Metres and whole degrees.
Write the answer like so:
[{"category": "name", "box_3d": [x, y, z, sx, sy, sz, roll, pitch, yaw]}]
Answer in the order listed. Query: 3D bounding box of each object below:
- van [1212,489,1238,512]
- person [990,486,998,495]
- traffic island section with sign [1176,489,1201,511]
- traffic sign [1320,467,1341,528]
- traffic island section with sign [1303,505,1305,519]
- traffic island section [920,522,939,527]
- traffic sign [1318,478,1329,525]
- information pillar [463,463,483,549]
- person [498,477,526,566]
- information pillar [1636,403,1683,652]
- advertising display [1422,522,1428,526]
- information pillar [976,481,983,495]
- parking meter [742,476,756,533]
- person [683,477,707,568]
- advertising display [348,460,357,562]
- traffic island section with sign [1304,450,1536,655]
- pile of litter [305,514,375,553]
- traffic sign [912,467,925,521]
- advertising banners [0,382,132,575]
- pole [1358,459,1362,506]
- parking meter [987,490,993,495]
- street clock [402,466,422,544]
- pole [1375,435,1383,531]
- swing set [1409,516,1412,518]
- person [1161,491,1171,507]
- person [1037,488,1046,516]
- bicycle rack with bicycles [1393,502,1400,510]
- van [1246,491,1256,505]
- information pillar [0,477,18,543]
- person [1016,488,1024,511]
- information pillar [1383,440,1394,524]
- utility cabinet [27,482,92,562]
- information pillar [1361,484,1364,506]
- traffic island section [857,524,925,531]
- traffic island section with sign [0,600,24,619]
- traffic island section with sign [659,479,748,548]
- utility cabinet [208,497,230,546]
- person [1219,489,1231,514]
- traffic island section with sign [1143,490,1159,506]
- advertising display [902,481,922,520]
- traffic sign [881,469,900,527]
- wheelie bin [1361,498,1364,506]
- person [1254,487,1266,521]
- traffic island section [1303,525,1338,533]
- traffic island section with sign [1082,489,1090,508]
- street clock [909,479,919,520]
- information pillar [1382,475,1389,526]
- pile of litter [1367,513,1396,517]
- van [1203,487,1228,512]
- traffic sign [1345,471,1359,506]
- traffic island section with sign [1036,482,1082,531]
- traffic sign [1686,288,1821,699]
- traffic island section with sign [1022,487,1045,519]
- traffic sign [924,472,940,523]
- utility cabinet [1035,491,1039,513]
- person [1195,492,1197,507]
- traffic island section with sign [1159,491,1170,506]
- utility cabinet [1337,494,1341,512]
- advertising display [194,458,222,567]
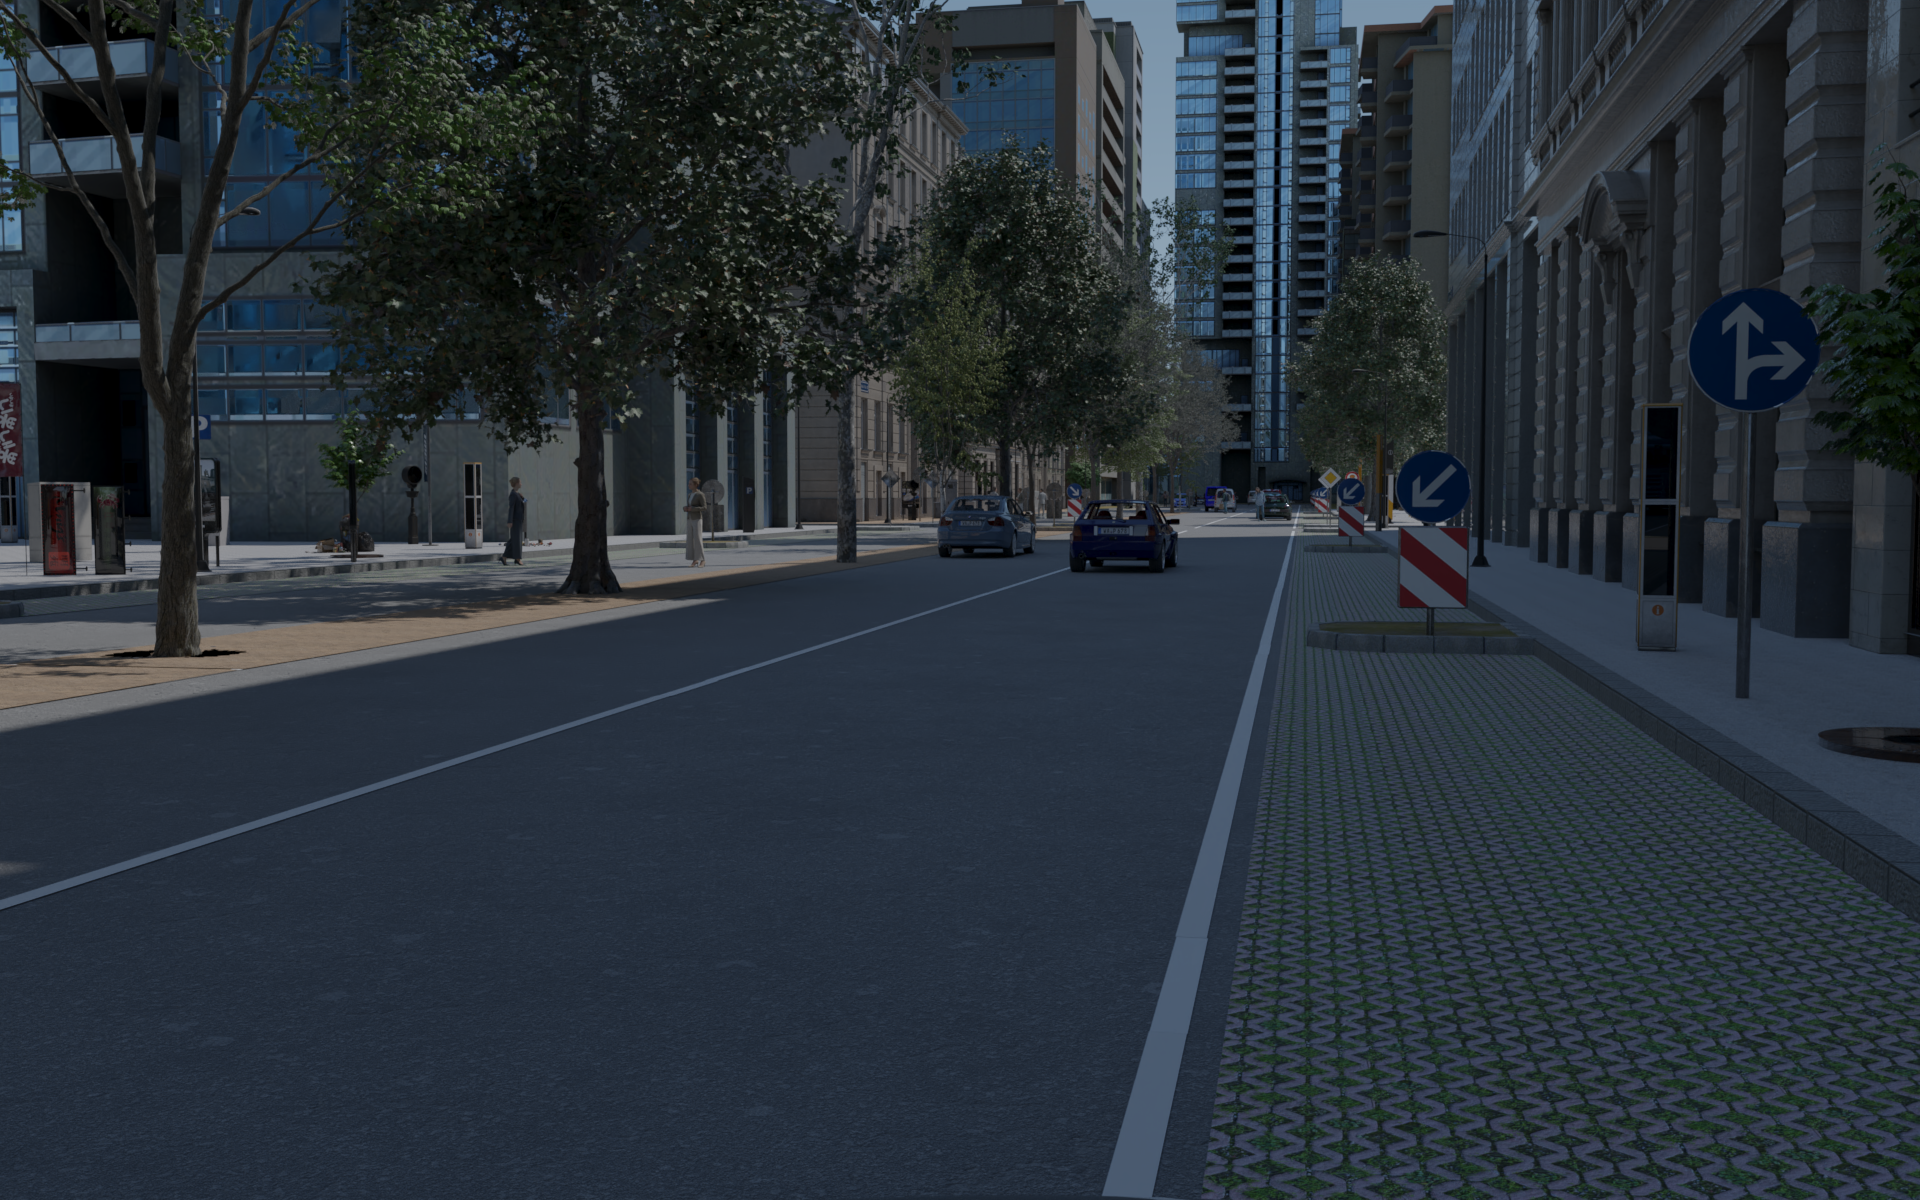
[{"category": "van", "box_3d": [21.000, -7.963, 137.198, 2.013, 2.044, 4.112, 1, 4, 10]}, {"category": "person", "box_3d": [1.698, -4.487, 82.060, 0.606, 1.804, 0.583, 3, 5, 44]}, {"category": "traffic island section with sign", "box_3d": [19.599, -8.569, 148.246, 2.006, 1.907, 1.989, 1, 4, 11]}, {"category": "traffic sign", "box_3d": [13.880, -3.747, 64.910, 0.795, 2.450, 0.064, 1, 4, 11]}, {"category": "traffic island section with sign", "box_3d": [9.543, -2.093, 42.846, 1.989, 1.847, 2.006, 1, 4, 11]}, {"category": "traffic island section", "box_3d": [-1.213, -3.292, 76.108, 2.009, 0.180, 2.903, 1, 4, 11]}, {"category": "traffic sign", "box_3d": [15.431, -4.226, 72.744, 0.795, 2.450, 0.064, 1, 4, 11]}, {"category": "information pillar", "box_3d": [-11.394, -2.204, 40.530, 0.304, 2.012, 0.304, 1, 4, 15]}, {"category": "person", "box_3d": [-8.868, -1.557, 34.383, 0.534, 1.772, 0.576, -2, 4, -31]}, {"category": "information pillar", "box_3d": [5.723, -0.593, 14.184, 0.304, 2.012, 0.304, 1, 4, 18]}, {"category": "advertising display", "box_3d": [11.068, -2.192, 41.057, 0.123, 1.923, 0.974, 1, 4, 22]}, {"category": "information pillar", "box_3d": [1.060, -5.669, 97.188, 0.304, 2.012, 0.304, 0, 4, 4]}, {"category": "parking meter", "box_3d": [-7.006, -3.168, 57.505, 0.399, 1.863, 0.255, -1, 4, -19]}, {"category": "person", "box_3d": [-5.219, -1.518, 33.877, 0.519, 1.759, 0.362, 3, 5, 43]}, {"category": "advertising display", "box_3d": [-11.535, -1.693, 32.897, 0.123, 1.923, 0.974, -1, 4, -19]}, {"category": "traffic island section with sign", "box_3d": [4.308, -0.475, 16.402, 1.989, 1.847, 2.006, 1, 4, 11]}, {"category": "pile of litter", "box_3d": [-13.678, -1.484, 38.227, 1.719, 0.858, 1.176, -3, 5, -44]}, {"category": "traffic sign", "box_3d": [-1.882, -4.967, 81.310, 0.768, 2.556, 0.104, 1, 4, 15]}, {"category": "advertising banners", "box_3d": [-14.203, -1.903, 27.298, 2.074, 3.025, 0.090, -1, 4, -9]}, {"category": "pole", "box_3d": [22.777, -6.412, 98.673, 0.158, 3.312, 0.155, 0, 3, 0]}, {"category": "parking meter", "box_3d": [1.764, -5.580, 99.651, 0.372, 1.533, 0.369, 0, 3, 0]}, {"category": "street clock", "box_3d": [-13.955, -2.421, 44.147, 0.358, 2.002, 0.471, 3, 4, 36]}, {"category": "pole", "box_3d": [14.391, -4.012, 59.443, 0.158, 3.312, 0.155, 0, 3, 0]}, {"category": "swing set", "box_3d": [25.822, -5.902, 94.123, 3.119, 2.851, 2.862, 1, 4, 12]}, {"category": "person", "box_3d": [22.911, -11.237, 192.940, 1.217, 1.736, 0.721, -1, 4, -20]}, {"category": "person", "box_3d": [5.003, -6.013, 107.008, 0.606, 1.804, 0.583, -3, 4, -36]}, {"category": "bicycle rack with bicycles", "box_3d": [35.050, -7.622, 137.995, 2.852, 0.926, 2.925, -3, 5, -40]}, {"category": "van", "box_3d": [37.550, -13.090, 221.027, 2.013, 2.044, 4.112, 1, 4, 10]}, {"category": "information pillar", "box_3d": [-24.911, -2.498, 45.329, 0.304, 2.012, 0.304, 0, 4, -1]}, {"category": "person", "box_3d": [3.092, -4.964, 90.218, 0.362, 1.759, 0.519, -2, 4, -26]}, {"category": "information pillar", "box_3d": [18.381, -5.078, 74.380, 0.504, 3.616, 0.183, -1, 4, -9]}, {"category": "utility cabinet", "box_3d": [-16.937, -1.462, 32.586, 0.318, 1.500, 1.173, 1, 4, 19]}, {"category": "information pillar", "box_3d": [28.079, -7.148, 121.367, 0.304, 2.012, 0.304, 2, 4, 33]}, {"category": "traffic island section", "box_3d": [-2.763, -2.813, 68.275, 2.009, 0.180, 2.903, 1, 4, 11]}, {"category": "traffic island section with sign", "box_3d": [-12.006, -0.687, 19.855, 1.989, 1.847, 2.006, 1, 4, 11]}, {"category": "traffic island section with sign", "box_3d": [-6.760, -2.307, 46.344, 1.989, 1.847, 2.006, 1, 4, 11]}, {"category": "utility cabinet", "box_3d": [-18.431, -1.949, 43.031, 0.306, 1.237, 1.020, -1, 4, -10]}, {"category": "person", "box_3d": [18.882, -7.041, 123.598, 0.794, 1.824, 0.713, -2, 4, -35]}, {"category": "traffic island section with sign", "box_3d": [18.866, -10.229, 175.876, 1.989, 1.847, 2.006, 1, 4, 11]}, {"category": "advertising display", "box_3d": [-2.359, -4.861, 84.693, 0.974, 1.923, 0.123, 1, 4, 8]}, {"category": "traffic sign", "box_3d": [-2.739, -3.949, 68.208, 0.795, 2.450, 0.064, 1, 4, 11]}, {"category": "wheelie bin", "box_3d": [27.387, -6.644, 116.530, 0.693, 1.594, 0.980, -2, 4, -33]}, {"category": "person", "box_3d": [15.689, -5.001, 90.534, 0.793, 1.790, 0.793, -2, 4, -25]}, {"category": "traffic island section", "box_3d": [13.905, -2.612, 64.983, 2.009, 0.180, 2.903, 1, 4, 11]}, {"category": "traffic island section with sign", "box_3d": [9.271, -7.261, 127.350, 1.989, 1.847, 2.006, 1, 4, 11]}, {"category": "street clock", "box_3d": [-2.235, -4.873, 84.242, 0.471, 2.002, 0.358, -1, 4, -20]}, {"category": "information pillar", "box_3d": [16.007, -3.723, 65.359, 0.304, 2.012, 0.304, 0, 4, 8]}, {"category": "pile of litter", "box_3d": [24.010, -5.175, 98.568, 1.719, 0.858, 1.176, 0, 4, 3]}, {"category": "van", "box_3d": [21.053, -8.417, 142.001, 2.240, 2.365, 5.245, 1, 4, 9]}, {"category": "traffic sign", "box_3d": [22.013, -5.942, 97.256, 0.768, 2.556, 0.104, 1, 4, 12]}, {"category": "traffic island section with sign", "box_3d": [3.570, -3.616, 67.265, 2.006, 1.907, 1.989, 1, 4, 11]}, {"category": "traffic sign", "box_3d": [4.925, -0.656, 10.825, 0.768, 2.556, 0.104, 1, 4, 16]}, {"category": "traffic island section with sign", "box_3d": [3.894, -5.600, 100.181, 1.989, 1.847, 2.006, 1, 4, 11]}, {"category": "traffic sign", "box_3d": [-1.188, -4.428, 76.042, 0.795, 2.450, 0.064, 1, 4, 11]}, {"category": "utility cabinet", "box_3d": [5.002, -6.719, 118.529, 0.318, 1.500, 1.173, 2, 4, 33]}, {"category": "person", "box_3d": [26.748, -11.401, 195.625, 0.721, 1.735, 1.217, 1, 4, 11]}, {"category": "traffic island section with sign", "box_3d": [24.111, -11.847, 202.318, 1.989, 1.847, 2.006, 1, 4, 11]}, {"category": "utility cabinet", "box_3d": [26.909, -6.992, 123.005, 0.318, 1.500, 1.173, 1, 4, 12]}, {"category": "advertising display", "box_3d": [-13.555, -1.564, 30.782, 0.974, 1.923, 0.123, 1, 4, 20]}]
